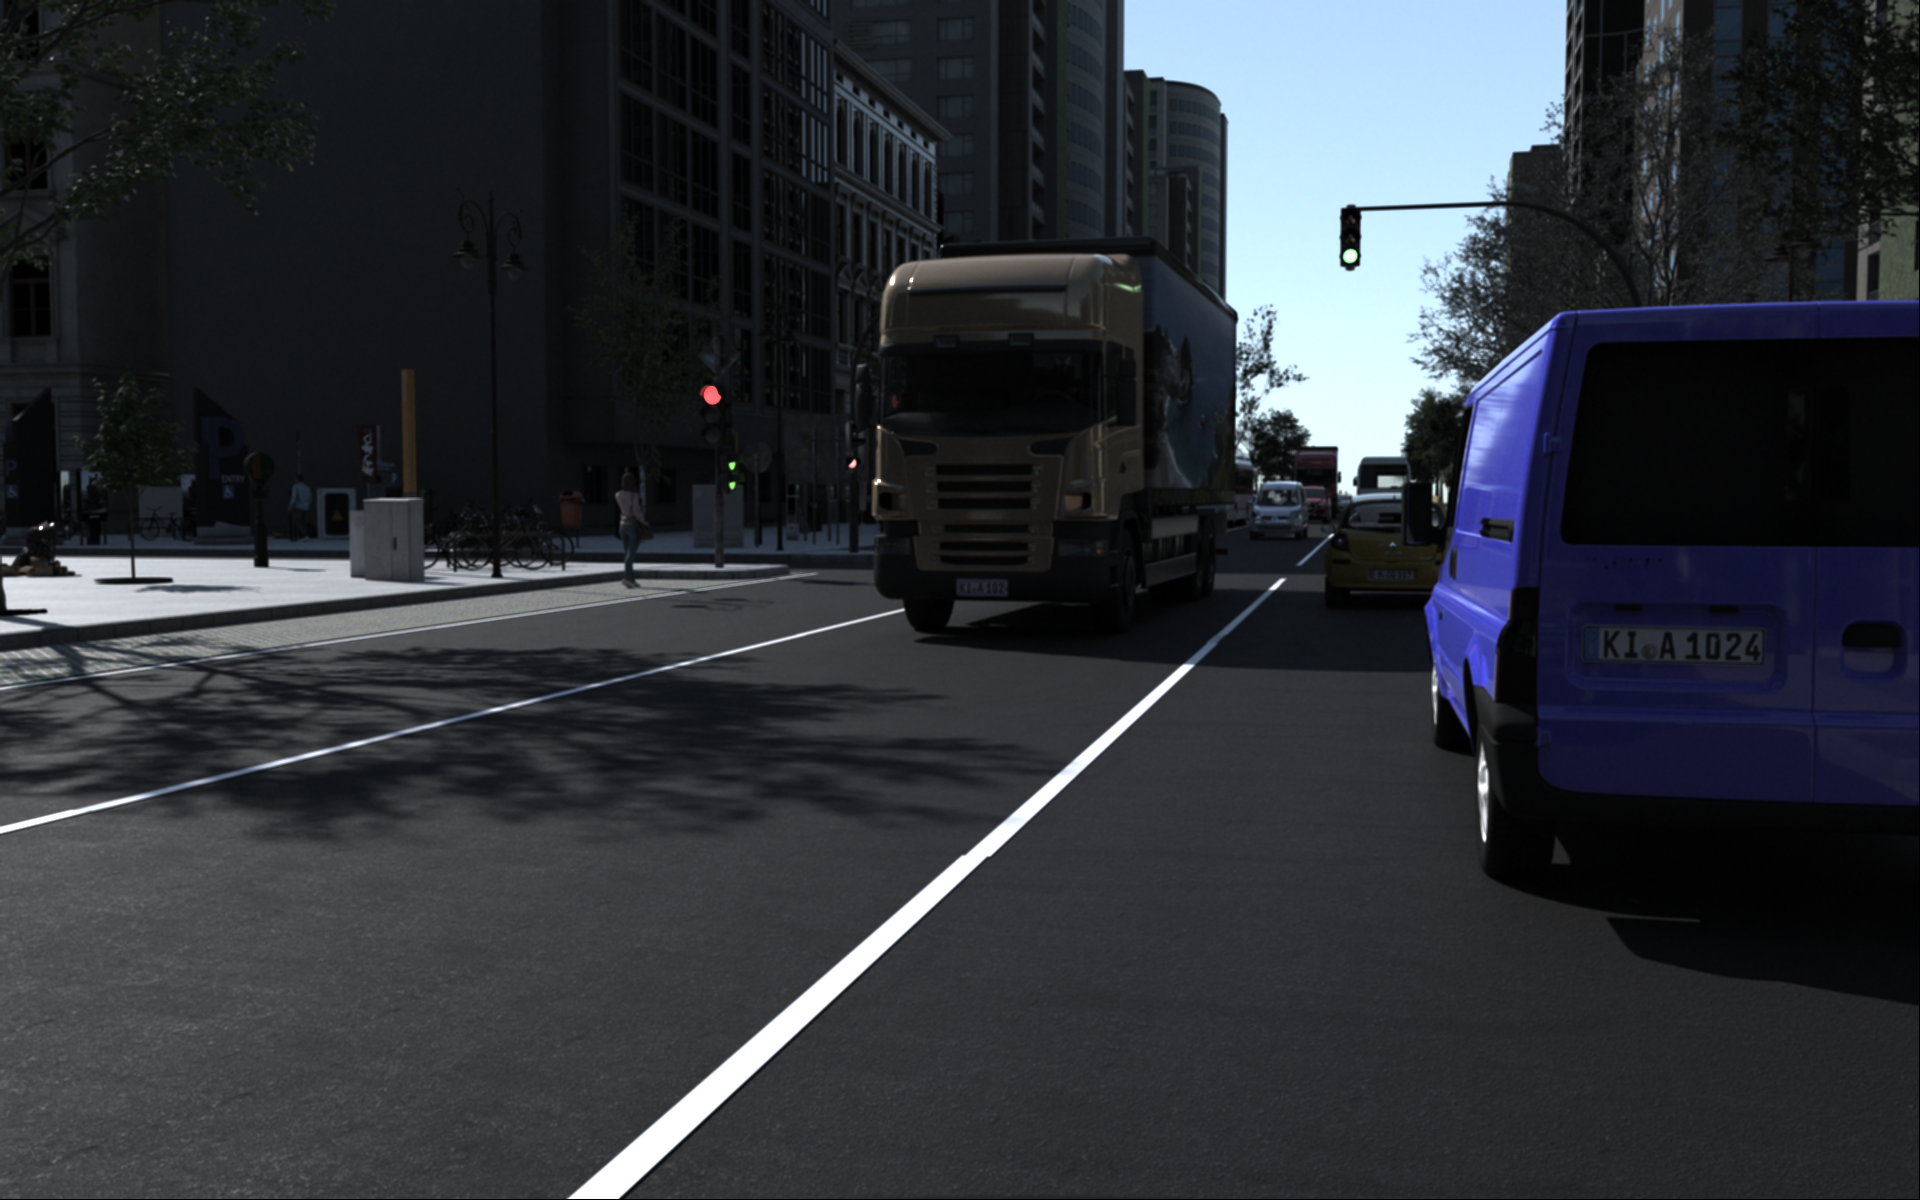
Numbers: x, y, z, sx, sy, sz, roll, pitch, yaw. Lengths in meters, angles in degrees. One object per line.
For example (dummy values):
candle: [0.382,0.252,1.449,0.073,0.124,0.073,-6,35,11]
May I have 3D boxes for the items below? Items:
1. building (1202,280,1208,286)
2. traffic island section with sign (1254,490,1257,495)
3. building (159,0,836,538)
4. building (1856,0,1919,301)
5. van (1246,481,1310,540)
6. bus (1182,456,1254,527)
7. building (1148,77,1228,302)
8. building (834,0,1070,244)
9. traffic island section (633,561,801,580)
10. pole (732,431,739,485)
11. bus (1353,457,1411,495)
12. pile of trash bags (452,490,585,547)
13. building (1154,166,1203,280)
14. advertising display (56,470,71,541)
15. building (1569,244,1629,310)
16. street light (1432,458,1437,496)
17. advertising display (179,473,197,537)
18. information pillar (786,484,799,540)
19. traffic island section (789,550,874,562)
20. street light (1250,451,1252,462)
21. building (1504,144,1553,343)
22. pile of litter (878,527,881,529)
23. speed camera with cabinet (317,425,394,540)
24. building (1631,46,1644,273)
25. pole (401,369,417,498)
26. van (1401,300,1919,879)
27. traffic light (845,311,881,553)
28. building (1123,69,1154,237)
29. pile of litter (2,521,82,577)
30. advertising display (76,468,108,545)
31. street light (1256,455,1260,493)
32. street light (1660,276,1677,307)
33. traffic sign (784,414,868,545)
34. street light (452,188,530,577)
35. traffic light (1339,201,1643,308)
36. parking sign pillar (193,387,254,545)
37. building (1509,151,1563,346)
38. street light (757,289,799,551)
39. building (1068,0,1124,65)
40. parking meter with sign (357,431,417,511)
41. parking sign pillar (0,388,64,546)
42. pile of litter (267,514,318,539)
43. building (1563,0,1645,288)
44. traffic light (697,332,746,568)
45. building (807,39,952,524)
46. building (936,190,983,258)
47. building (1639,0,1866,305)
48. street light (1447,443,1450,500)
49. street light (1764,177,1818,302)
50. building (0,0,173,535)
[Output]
building: [24.690,-27.792,226.098,14.160,30.474,14.107,1,4,14]
traffic island section with sign: [27.350,-9.324,161.073,1.989,1.847,2.006,1,4,14]
building: [-14.452,-16.426,62.067,14.314,27.812,24.014,1,4,14]
building: [38.974,-22.969,59.133,14.154,41.232,14.086,1,4,14]
van: [10.292,-2.982,55.766,2.013,2.044,4.112,1,4,15]
bus: [11.416,-5.092,78.114,2.948,3.499,13.247,1,4,14]
building: [26.114,-43.096,246.623,21.231,58.520,28.212,1,4,14]
building: [-0.418,-26.815,122.017,14.154,41.232,14.086,1,4,14]
traffic island section: [-4.213,-0.485,30.211,2.009,0.180,2.903,1,4,14]
pole: [-7.304,-3.828,56.426,0.158,3.312,0.155,0,3,0]
bus: [22.299,-5.915,91.563,2.948,3.499,13.247,1,4,13]
pile of trash bags: [-10.601,-1.964,41.868,3.447,1.369,1.912,1,4,19]
building: [21.722,-32.279,211.352,14.154,41.232,14.086,1,4,14]
advertising display: [-24.705,-2.602,47.751,0.123,1.923,0.974,-1,4,-13]
building: [61.577,-17.493,131.053,27.650,21.520,28.899,1,4,14]
street light: [52.323,-13.405,191.951,0.468,5.910,1.993,1,4,14]
advertising display: [-22.891,-2.861,51.999,0.974,1.923,0.123,-1,4,-14]
information pillar: [-4.664,-2.678,48.281,0.304,2.012,0.304,0,4,8]
traffic island section: [-2.341,-0.960,37.974,2.009,0.180,2.903,1,4,14]
street light: [30.786,-12.906,183.804,0.468,5.910,1.993,1,4,14]
building: [77.259,-34.936,221.319,14.600,45.320,14.200,1,4,14]
pile of litter: [-2.235,-3.102,64.681,1.719,0.858,1.176,-1,4,-9]
speed camera with cabinet: [-17.180,-3.358,49.247,2.038,3.252,0.660,-2,4,-28]
building: [50.335,-20.777,111.404,14.160,30.474,14.107,1,4,14]
pole: [-9.015,-2.112,28.372,0.158,3.312,0.155,0,3,0]
van: [3.222,-0.215,7.904,2.240,2.365,5.245,1,4,12]
traffic light: [-0.250,-3.835,37.374,4.771,5.953,1.251,1,4,14]
building: [9.980,-29.368,163.766,14.154,41.232,14.086,1,4,14]
pile of litter: [-14.592,-0.808,27.172,1.719,0.858,1.176,3,4,37]
advertising display: [-21.868,-2.351,43.658,0.123,1.923,0.974,1,4,12]
street light: [33.335,-13.535,194.084,0.468,5.910,1.993,1,4,14]
street light: [14.992,-3.917,36.824,0.468,5.910,1.993,1,4,14]
traffic sign: [-3.409,-3.065,43.985,2.265,3.308,0.079,1,4,17]
street light: [-7.145,-3.288,26.546,0.468,5.910,1.993,1,4,14]
traffic light: [8.318,-3.197,26.938,4.771,5.953,1.251,1,4,14]
parking sign pillar: [-18.781,-3.402,44.089,1.447,3.967,1.447,2,4,29]
building: [72.824,-32.073,207.990,14.154,41.232,14.086,1,4,14]
street light: [-4.091,-4.061,39.183,0.468,5.910,1.993,1,4,14]
building: [1.089,-36.782,143.392,21.231,58.520,28.212,1,4,14]
parking meter with sign: [-15.796,-3.130,47.436,1.738,3.016,0.543,1,4,10]
parking sign pillar: [-23.289,-3.355,43.321,1.447,3.967,1.447,1,4,9]
pile of litter: [-19.394,-2.217,50.220,1.719,0.858,1.176,-2,4,-33]
building: [63.764,-43.880,155.688,20.563,71.187,20.611,1,4,14]
traffic light: [-4.177,-2.517,30.067,0.839,4.253,0.868,1,4,14]
building: [-8.112,-15.557,83.239,11.050,23.489,19.941,1,4,14]
building: [-6.904,-14.343,101.958,16.820,18.784,16.811,1,4,14]
building: [46.042,-27.253,95.697,14.600,45.320,14.200,1,4,14]
street light: [41.392,-10.636,146.686,0.468,5.910,1.993,1,4,14]
street light: [12.203,-3.225,25.524,0.468,5.910,1.993,1,4,14]
building: [-35.559,-13.708,60.283,21.152,22.565,11.583,1,4,14]
